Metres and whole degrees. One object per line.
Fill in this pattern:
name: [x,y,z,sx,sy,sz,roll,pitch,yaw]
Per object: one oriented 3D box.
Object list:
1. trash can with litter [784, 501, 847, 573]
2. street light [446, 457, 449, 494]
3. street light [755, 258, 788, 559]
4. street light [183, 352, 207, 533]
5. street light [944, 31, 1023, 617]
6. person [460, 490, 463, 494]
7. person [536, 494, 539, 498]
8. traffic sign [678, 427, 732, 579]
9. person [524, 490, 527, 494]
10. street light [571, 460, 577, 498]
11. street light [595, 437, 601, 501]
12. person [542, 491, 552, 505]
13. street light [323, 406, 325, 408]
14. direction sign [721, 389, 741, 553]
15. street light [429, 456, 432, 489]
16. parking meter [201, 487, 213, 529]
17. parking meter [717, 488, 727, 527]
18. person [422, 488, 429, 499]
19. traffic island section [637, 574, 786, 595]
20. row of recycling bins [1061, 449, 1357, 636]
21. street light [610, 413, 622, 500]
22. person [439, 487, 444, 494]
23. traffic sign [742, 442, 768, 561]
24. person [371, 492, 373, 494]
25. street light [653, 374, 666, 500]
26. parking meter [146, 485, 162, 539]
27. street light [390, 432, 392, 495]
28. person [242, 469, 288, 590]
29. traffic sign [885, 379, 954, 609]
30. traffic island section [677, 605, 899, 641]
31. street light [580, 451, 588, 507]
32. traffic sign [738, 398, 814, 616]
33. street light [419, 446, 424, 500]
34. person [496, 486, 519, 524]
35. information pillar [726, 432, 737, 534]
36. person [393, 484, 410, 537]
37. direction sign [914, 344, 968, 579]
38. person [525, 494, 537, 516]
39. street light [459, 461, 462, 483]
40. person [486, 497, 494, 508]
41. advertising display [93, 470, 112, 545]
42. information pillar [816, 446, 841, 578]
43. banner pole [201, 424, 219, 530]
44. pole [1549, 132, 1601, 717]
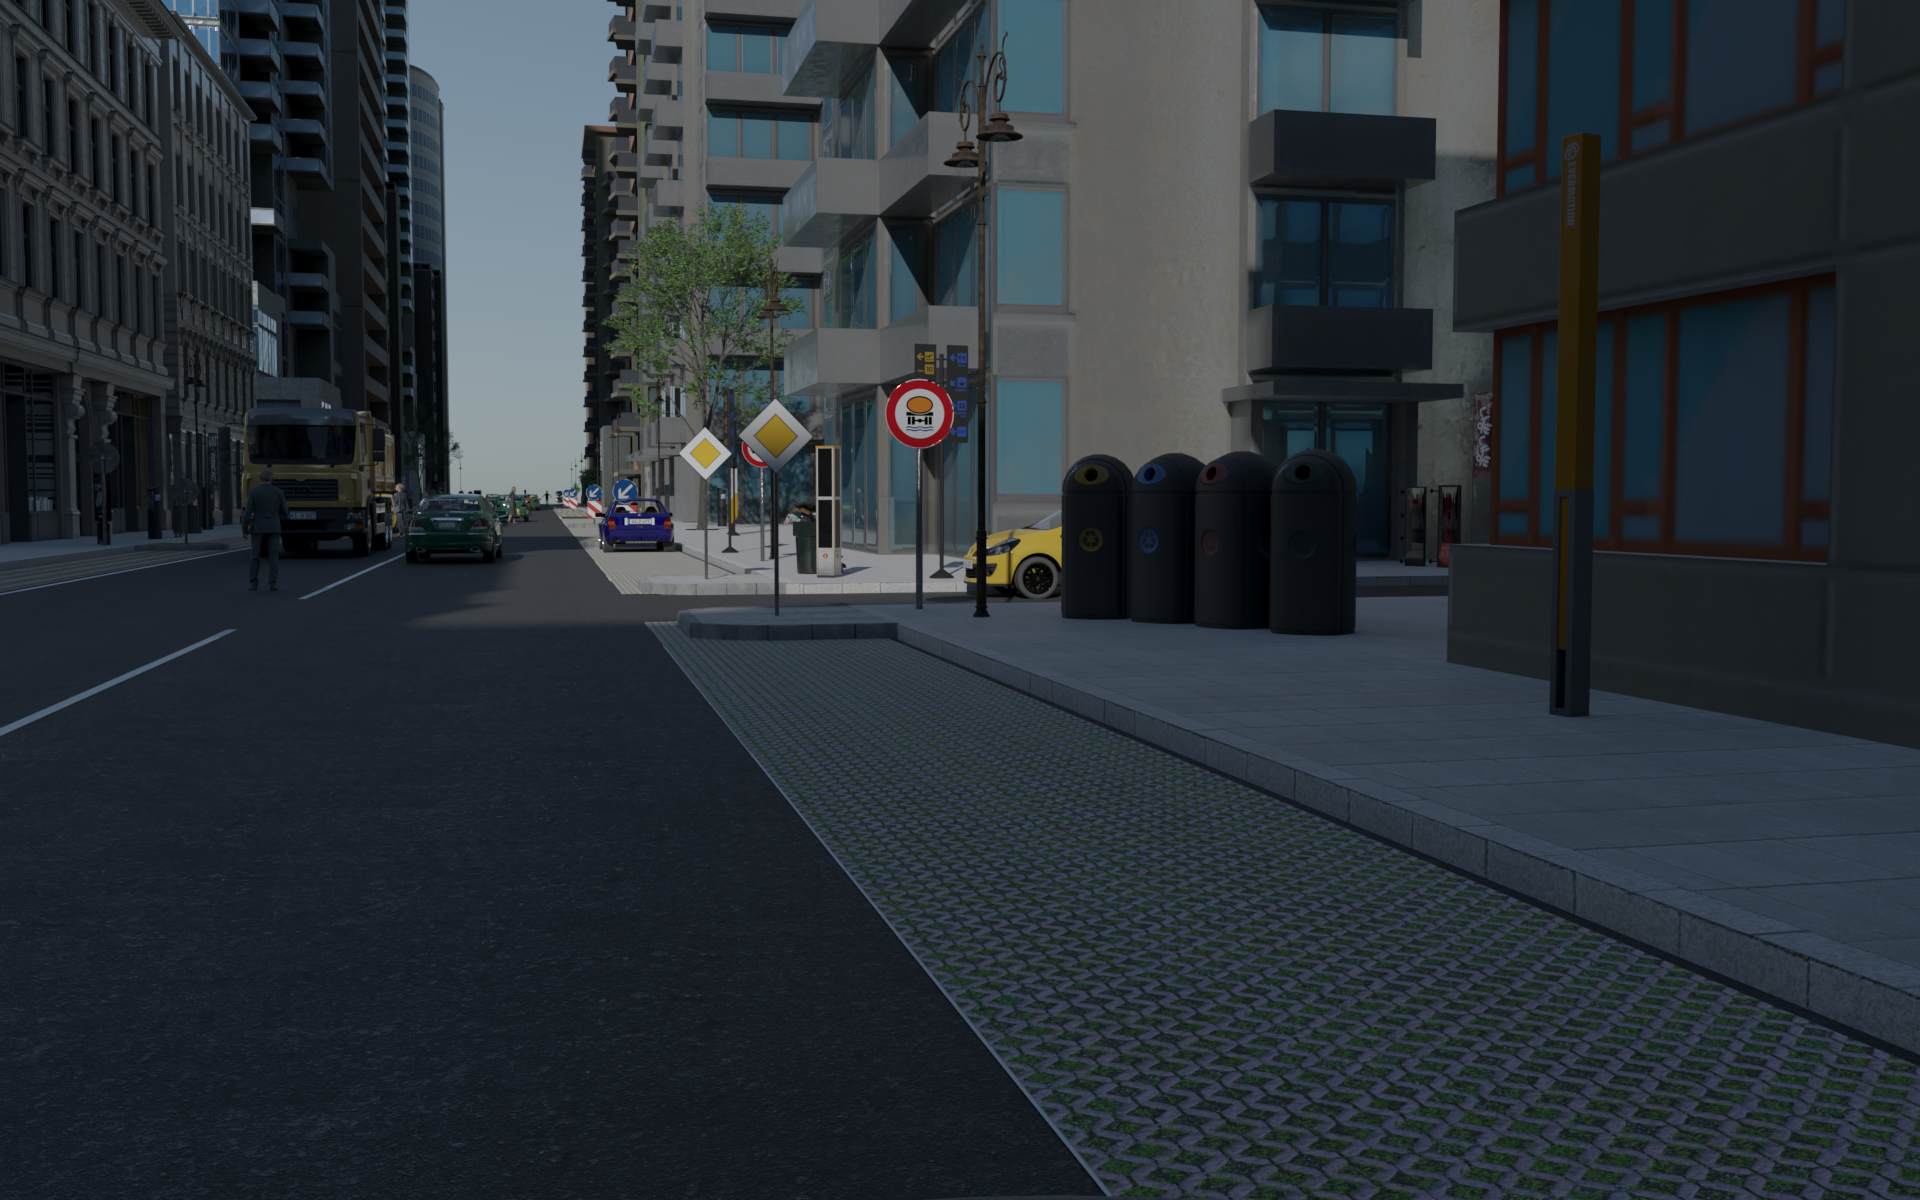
trash can with litter: [-2.328,-1.022,28.103,0.624,1.170,1.055,2,4,29]
street light: [-62.535,-14.601,211.507,0.468,5.910,1.993,-1,4,-14]
street light: [-3.693,-3.747,34.050,0.468,5.910,1.993,-1,4,-14]
street light: [-24.834,-5.112,56.371,0.468,5.910,1.993,-1,4,-14]
street light: [0.224,-2.761,17.937,0.468,5.910,1.993,-1,4,-14]
person: [-40.129,-7.988,139.840,0.721,1.736,1.217,-1,4,-20]
person: [-57.069,-13.559,233.450,1.065,1.426,0.557,2,4,27]
traffic sign: [-3.813,-1.365,25.963,0.795,2.450,0.064,-1,4,-14]
person: [-38.915,-8.956,154.900,0.705,1.831,1.348,-1,4,-12]
street light: [-49.139,-15.219,221.624,0.468,5.910,1.993,-1,4,-14]
street light: [-29.514,-10.295,141.108,0.468,5.910,1.993,-1,4,-14]
person: [-52.364,-12.930,219.529,1.348,1.869,0.705,-1,4,-23]
street light: [-32.799,-7.138,89.495,0.468,5.910,1.993,-1,4,-14]
direction sign: [-5.027,-2.798,37.751,0.379,3.537,0.876,-1,4,-21]
street light: [-54.513,-12.583,178.514,0.468,5.910,1.993,-1,4,-14]
parking meter: [-27.525,-3.359,63.329,0.372,1.533,0.369,0,3,0]
parking meter: [-9.391,-3.666,68.350,0.372,1.533,0.369,0,3,0]
person: [-29.488,-5.304,95.553,0.374,1.781,0.599,-2,4,-27]
traffic island section: [-3.792,-0.230,26.045,2.009,0.180,2.903,-1,4,-14]
row of recycling bins: [2.385,-0.610,17.084,1.069,1.692,3.534,-3,5,-42]
street light: [-19.534,-7.723,99.051,0.468,5.910,1.993,-1,4,-14]
person: [-27.638,-5.100,92.224,0.374,1.781,0.599,0,4,6]
traffic sign: [-3.767,-2.011,32.986,0.768,2.556,0.104,-1,4,-12]
person: [-26.546,-4.227,77.735,0.709,1.813,0.853,0,4,6]
street light: [-11.625,-5.756,66.893,0.468,5.910,1.993,-1,4,-14]
parking meter: [-22.912,-2.499,49.267,0.372,1.533,0.369,0,3,0]
street light: [-42.680,-9.615,129.988,0.468,5.910,1.993,-1,4,-14]
person: [-10.397,-1.053,25.887,0.661,1.801,0.590,-2,4,-32]
traffic sign: [-0.453,-1.171,19.256,0.768,2.556,0.104,-1,4,-8]
traffic island section: [-1.913,0.244,18.284,2.009,0.180,2.903,-1,4,-14]
street light: [-37.518,-12.276,173.508,0.468,5.910,1.993,-1,4,-14]
traffic sign: [-1.934,-0.890,18.201,0.795,2.450,0.064,-1,4,-14]
street light: [-50.574,-11.609,162.586,0.468,5.910,1.993,-1,4,-14]
person: [-21.536,-4.492,82.163,0.699,1.804,1.509,3,5,43]
information pillar: [-7.209,-3.882,54.830,0.183,3.616,0.504,-2,4,-35]
person: [-18.642,-2.993,57.864,0.534,1.772,0.576,0,4,-1]
direction sign: [-0.279,-2.099,26.316,0.876,3.537,0.379,-2,4,-24]
person: [-28.484,-6.281,114.454,1.065,1.426,0.557,-1,4,-22]
street light: [-70.251,-16.569,243.694,0.468,5.910,1.993,-1,4,-14]
person: [-20.962,-3.934,77.106,0.425,1.301,0.394,0,4,-1]
advertising display: [-21.692,-2.362,43.837,0.123,1.923,0.974,-3,5,-43]
information pillar: [-2.015,-1.351,26.577,0.304,2.012,0.304,1,4,17]
banner pole: [-26.865,-4.408,62.089,0.401,3.779,0.863,1,4,16]
pole: [3.534,-0.985,9.948,0.158,3.312,0.155,0,3,0]
